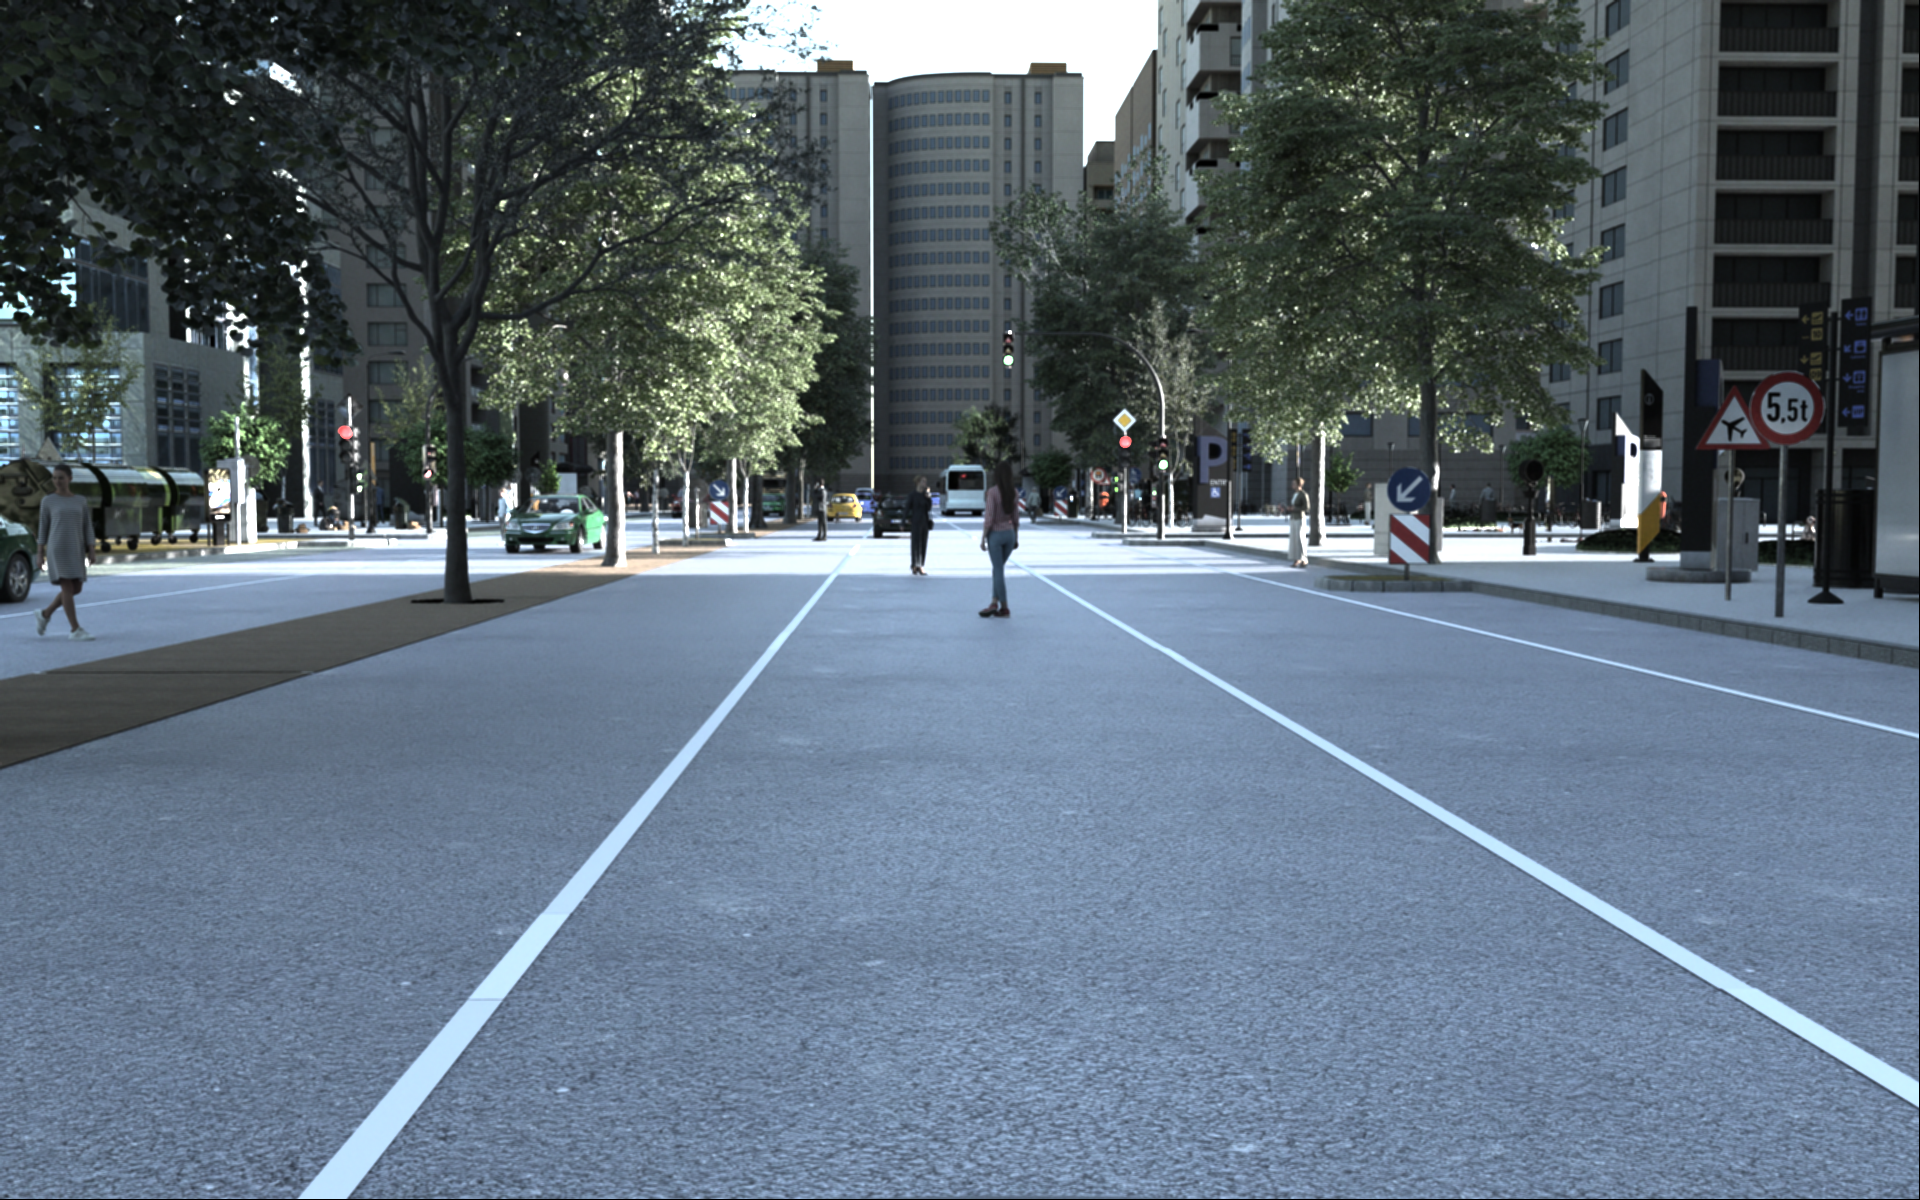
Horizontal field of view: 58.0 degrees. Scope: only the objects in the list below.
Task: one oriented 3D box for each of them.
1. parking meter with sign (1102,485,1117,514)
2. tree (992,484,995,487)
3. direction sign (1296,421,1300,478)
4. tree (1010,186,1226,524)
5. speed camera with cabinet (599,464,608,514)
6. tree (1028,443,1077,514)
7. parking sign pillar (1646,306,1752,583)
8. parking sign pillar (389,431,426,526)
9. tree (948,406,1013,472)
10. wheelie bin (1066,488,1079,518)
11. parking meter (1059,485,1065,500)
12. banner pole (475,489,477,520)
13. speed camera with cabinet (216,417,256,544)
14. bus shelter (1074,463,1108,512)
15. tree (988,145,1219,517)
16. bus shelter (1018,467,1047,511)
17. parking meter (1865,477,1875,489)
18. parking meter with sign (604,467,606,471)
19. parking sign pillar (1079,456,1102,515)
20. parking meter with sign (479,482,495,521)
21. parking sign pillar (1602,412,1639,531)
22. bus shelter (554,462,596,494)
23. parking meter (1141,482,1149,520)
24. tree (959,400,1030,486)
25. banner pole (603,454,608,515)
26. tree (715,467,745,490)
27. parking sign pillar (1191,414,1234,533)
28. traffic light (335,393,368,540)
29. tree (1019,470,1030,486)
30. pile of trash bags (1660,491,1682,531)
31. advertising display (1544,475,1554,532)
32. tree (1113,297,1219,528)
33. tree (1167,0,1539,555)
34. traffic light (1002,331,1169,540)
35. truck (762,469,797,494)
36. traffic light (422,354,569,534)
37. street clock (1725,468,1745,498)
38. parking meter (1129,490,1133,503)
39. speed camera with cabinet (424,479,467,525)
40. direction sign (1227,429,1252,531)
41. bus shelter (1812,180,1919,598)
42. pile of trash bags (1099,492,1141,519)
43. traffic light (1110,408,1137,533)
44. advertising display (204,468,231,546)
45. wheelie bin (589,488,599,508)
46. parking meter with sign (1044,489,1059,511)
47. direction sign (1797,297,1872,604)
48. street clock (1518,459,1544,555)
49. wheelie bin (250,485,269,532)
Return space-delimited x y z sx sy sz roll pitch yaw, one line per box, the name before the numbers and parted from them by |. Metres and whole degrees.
parking meter with sign | 9.163 -6.994 110.617 1.738 3.016 0.543 2 4 23
tree | 4.247 -11.485 182.378 1.663 3.219 1.824 0 3 0
direction sign | 9.571 -3.492 49.092 0.379 3.537 0.876 1 4 15
tree | 6.974 -10.218 73.713 9.857 13.997 8.962 0 3 0
speed camera with cabinet | -22.921 -7.230 112.541 0.660 3.252 2.038 -2 4 -27
tree | 6.023 -7.881 112.561 4.285 4.588 4.351 0 3 0
parking sign pillar | 10.917 -2.264 25.494 1.447 3.967 1.447 2 4 27
parking sign pillar | -22.362 -4.987 70.005 1.447 3.967 1.447 0 4 8
tree | 2.423 -16.924 202.467 9.928 11.665 9.643 0 3 0
wheelie bin | 6.030 -5.186 92.700 0.693 1.594 0.980 0 4 -3
parking meter | 6.373 -6.266 108.156 0.399 1.863 0.255 1 4 12
banner pole | -23.612 -5.776 84.452 0.401 3.779 0.863 -1 4 -14
speed camera with cabinet | -18.914 -3.113 45.232 0.660 3.252 2.038 -1 4 -12
bus shelter | 9.027 -8.780 121.179 2.179 5.291 8.768 0 4 -2
tree | 8.316 -14.541 93.642 12.611 20.169 13.585 0 3 0
bus shelter | 5.383 -8.040 125.384 2.014 3.302 5.546 0 4 -2
parking meter | 30.879 -3.240 58.680 0.255 1.863 0.399 -3 4 -37
parking meter with sign | -21.963 -6.915 109.321 0.543 3.016 1.738 -2 4 -24
parking sign pillar | 7.989 -7.138 105.180 1.447 3.967 1.447 -2 4 -30
parking meter with sign | -22.537 -5.264 82.326 0.543 3.016 1.738 0 4 0
parking sign pillar | 22.101 -4.216 57.404 1.447 3.967 1.447 -3 5 -40
bus shelter | -25.043 -7.230 112.138 2.014 3.302 5.546 0 4 -2
parking meter | 9.026 -4.821 84.532 0.255 1.863 0.399 -1 4 -15
tree | 3.378 -14.518 171.781 8.767 10.594 7.601 3 5 40
banner pole | -21.730 -7.154 106.992 0.401 3.779 0.863 1 4 20
tree | -24.308 -12.132 182.072 4.285 4.588 4.351 0 3 0
parking sign pillar | 8.500 -4.263 58.166 1.447 3.967 1.447 -1 4 -14
traffic light | -16.906 -3.617 48.057 0.839 4.253 0.868 0 4 -2
tree | 5.536 -8.860 139.460 1.663 3.219 1.824 0 3 0
pile of trash bags | 24.215 -3.086 60.205 1.912 1.369 3.447 1 4 17
advertising display | 20.232 -3.320 59.491 0.123 1.923 0.974 1 4 9
tree | 7.788 -6.957 64.112 4.360 8.622 3.978 0 3 0
tree | 8.911 -7.580 42.067 7.486 12.596 7.792 0 3 0
traffic light | 3.554 -4.524 48.633 4.771 5.953 1.251 0 4 -2
truck | -17.905 -11.198 172.008 2.839 4.237 11.283 0 3 0
traffic light | -15.093 -4.983 56.144 4.771 5.953 1.251 0 4 -2
street clock | 21.675 -2.688 48.512 0.471 2.002 0.358 3 4 38
parking meter | 9.737 -5.551 99.172 0.372 1.533 0.369 0 3 0
speed camera with cabinet | -21.824 -4.797 72.771 2.038 3.252 0.660 -2 4 -31
direction sign | 9.728 -4.178 60.310 0.876 3.537 0.379 0 4 -7
bus shelter | 12.135 -2.580 19.821 2.179 5.291 8.768 0 4 -2
pile of trash bags | 8.683 -4.963 90.901 3.447 1.369 1.912 -2 4 -30
traffic light | 5.366 -4.153 56.827 0.839 4.253 0.868 0 4 -2
advertising display | -18.402 -2.308 42.952 0.123 1.923 0.974 0 4 8
wheelie bin | -20.713 -5.470 97.340 0.693 1.594 0.980 0 4 -2
parking meter with sign | 6.430 -8.140 129.357 1.738 3.016 0.543 3 4 38
direction sign | 10.205 -1.732 20.311 0.379 3.537 0.876 -2 4 -31
street clock | 11.961 -1.942 36.320 0.471 2.002 0.358 -1 4 -20
wheelie bin | -23.581 -3.064 58.004 0.980 1.594 0.693 3 5 44
